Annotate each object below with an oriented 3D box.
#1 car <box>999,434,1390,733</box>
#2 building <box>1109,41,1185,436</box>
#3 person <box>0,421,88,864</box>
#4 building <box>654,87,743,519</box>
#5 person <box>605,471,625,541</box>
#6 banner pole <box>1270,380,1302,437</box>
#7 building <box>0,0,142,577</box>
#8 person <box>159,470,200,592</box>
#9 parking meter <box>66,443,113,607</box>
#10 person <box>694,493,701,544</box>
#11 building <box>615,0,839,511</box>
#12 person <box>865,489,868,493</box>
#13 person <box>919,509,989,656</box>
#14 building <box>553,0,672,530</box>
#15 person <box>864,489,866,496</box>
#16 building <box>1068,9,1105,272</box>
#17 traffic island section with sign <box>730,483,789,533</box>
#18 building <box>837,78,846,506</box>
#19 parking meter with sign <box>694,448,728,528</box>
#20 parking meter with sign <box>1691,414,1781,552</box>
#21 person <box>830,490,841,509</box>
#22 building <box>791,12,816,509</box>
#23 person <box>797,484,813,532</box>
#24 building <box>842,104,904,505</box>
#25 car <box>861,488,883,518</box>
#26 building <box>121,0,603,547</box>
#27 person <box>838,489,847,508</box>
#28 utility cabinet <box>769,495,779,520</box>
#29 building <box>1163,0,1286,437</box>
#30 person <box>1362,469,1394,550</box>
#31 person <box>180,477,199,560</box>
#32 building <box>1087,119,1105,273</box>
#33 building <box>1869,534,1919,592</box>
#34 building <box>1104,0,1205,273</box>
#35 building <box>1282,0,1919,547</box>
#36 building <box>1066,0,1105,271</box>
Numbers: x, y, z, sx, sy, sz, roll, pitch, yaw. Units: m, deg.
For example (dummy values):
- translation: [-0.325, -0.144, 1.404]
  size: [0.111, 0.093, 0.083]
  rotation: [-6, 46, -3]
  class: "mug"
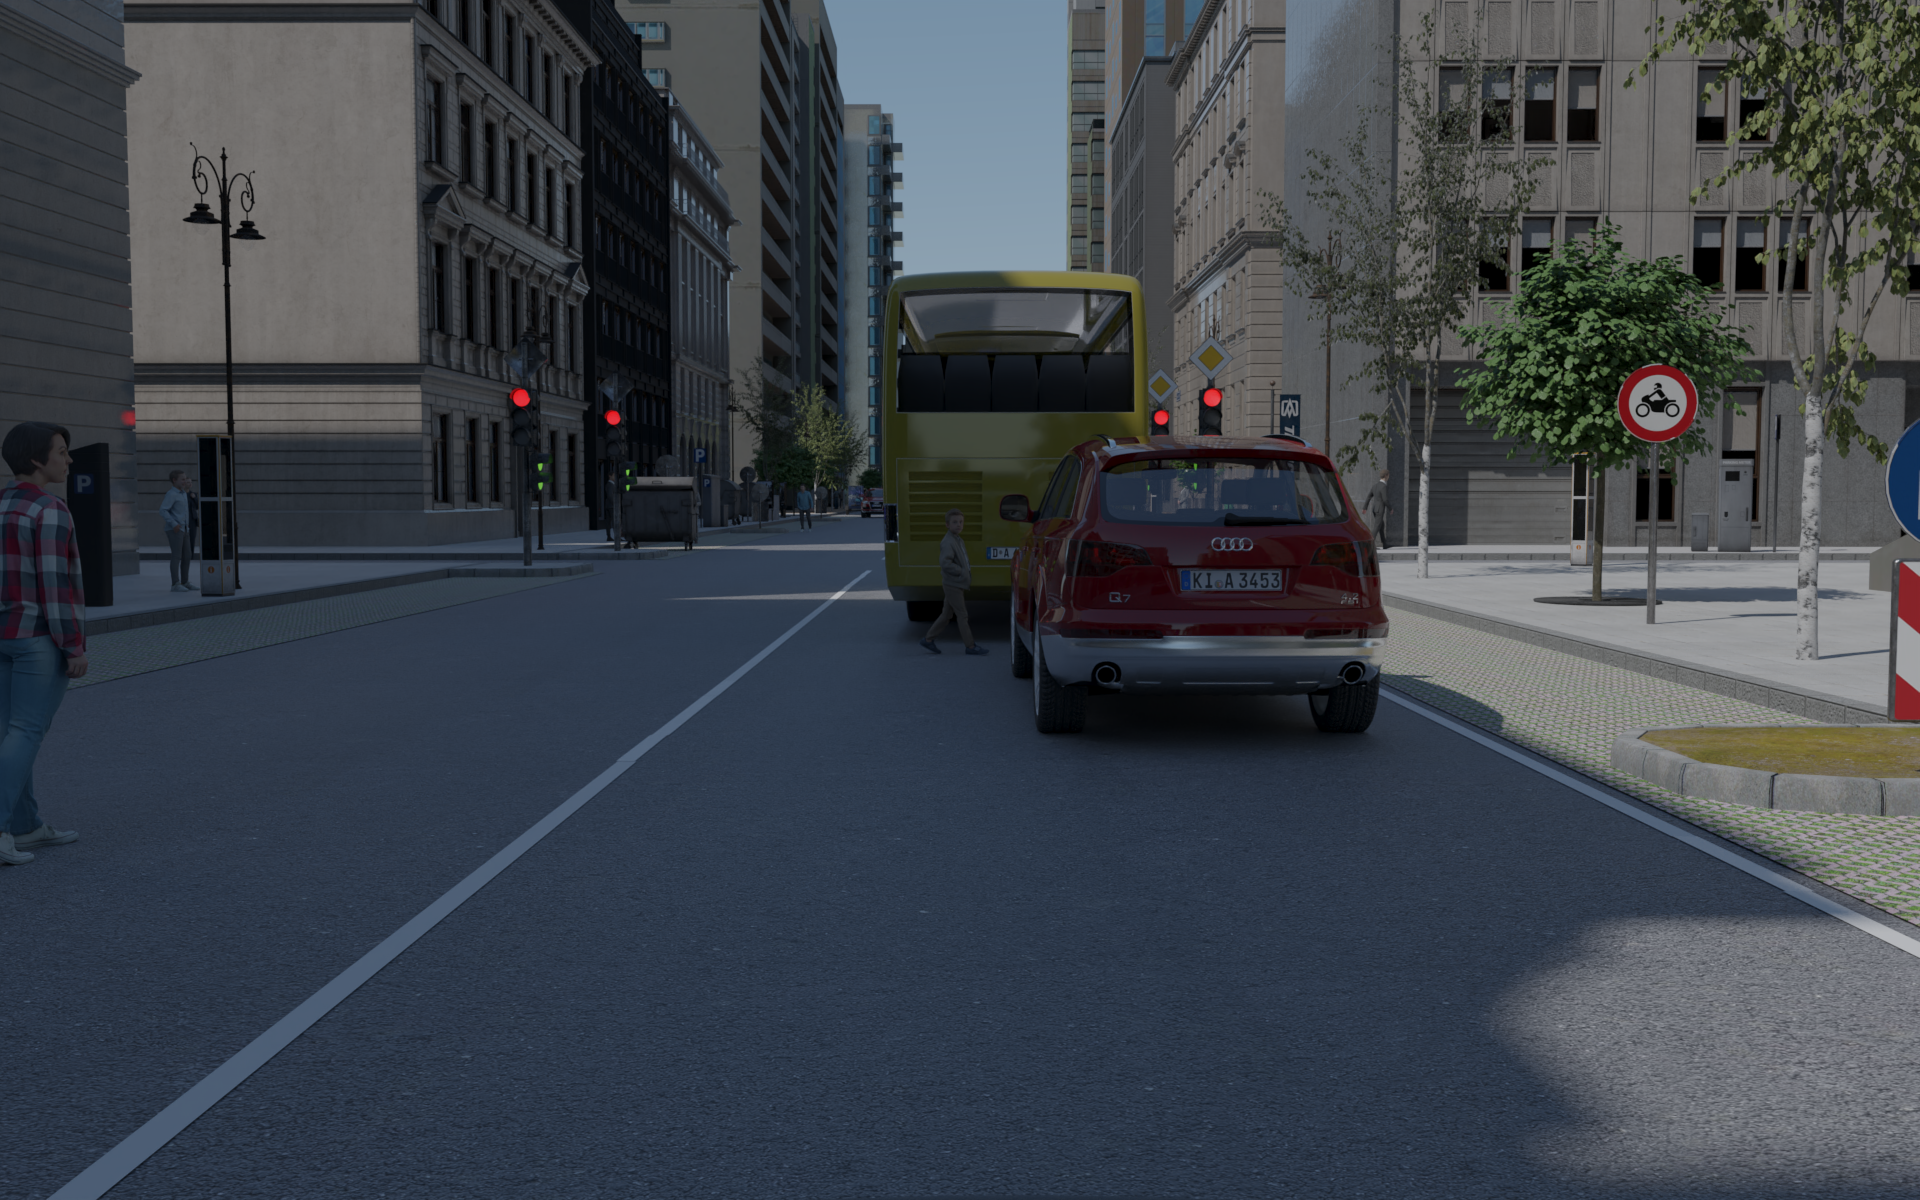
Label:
- translation: [1.433, -0.199, 11.933]
  size: [2.281, 1.827, 5.304]
  rotation: [0, 4, -1]
  class: "car"
- translation: [16.737, -18.842, 101.566]
  size: [14.314, 27.812, 24.014]
  rotation: [0, 4, 0]
  class: "building"
- translation: [-3.735, 0.150, 6.886]
  size: [0.563, 1.720, 0.643]
  rotation: [2, 4, 31]
  class: "person"
- translation: [-19.182, -15.070, 88.190]
  size: [13.314, 21.916, 24.055]
  rotation: [0, 4, 0]
  class: "building"
- translation: [-9.385, -2.546, 47.027]
  size: [0.474, 1.900, 0.648]
  rotation: [-2, 4, -26]
  class: "person"
- translation: [7.111, -2.949, 38.228]
  size: [0.863, 3.779, 0.401]
  rotation: [0, 4, -2]
  class: "banner pole"
- translation: [-27.880, -14.925, 21.520]
  size: [29.804, 29.767, 11.434]
  rotation: [0, 4, 0]
  class: "building"
- translation: [-10.297, -0.916, 22.825]
  size: [0.330, 1.601, 0.589]
  rotation: [1, 4, 11]
  class: "person"
- translation: [-9.925, -0.859, 19.752]
  size: [0.399, 1.863, 0.255]
  rotation: [0, 4, 2]
  class: "parking meter"
- translation: [-7.769, -2.520, 49.899]
  size: [0.606, 1.804, 0.583]
  rotation: [0, 4, -1]
  class: "person"
- translation: [-22.753, -32.849, 160.779]
  size: [21.300, 48.544, 21.600]
  rotation: [0, 4, 0]
  class: "building"
- translation: [-9.263, -10.006, 170.374]
  size: [0.721, 1.736, 1.217]
  rotation: [-3, 4, -36]
  class: "person"
- translation: [-0.052, -0.164, 15.449]
  size: [0.640, 1.303, 0.475]
  rotation: [0, 4, 4]
  class: "person"
- translation: [-18.902, -14.591, 68.236]
  size: [12.332, 23.373, 15.834]
  rotation: [0, 4, 0]
  class: "building"
- translation: [-9.180, -9.917, 168.868]
  size: [0.721, 1.739, 1.217]
  rotation: [0, 4, -6]
  class: "person"
- translation: [16.258, -28.545, 150.311]
  size: [14.154, 41.232, 14.086]
  rotation: [0, 4, 0]
  class: "building"
- translation: [-7.329, -3.364, 63.636]
  size: [1.989, 1.847, 2.006]
  rotation: [0, 4, 0]
  class: "traffic island section with sign"
- translation: [-19.498, -32.371, 179.383]
  size: [14.200, 45.320, 14.600]
  rotation: [0, 4, 0]
  class: "building"
- translation: [-9.555, -4.312, 66.767]
  size: [0.543, 3.016, 1.738]
  rotation: [1, 4, 23]
  class: "parking meter with sign"
- translation: [17.126, -2.569, 38.269]
  size: [1.738, 3.016, 0.543]
  rotation: [1, 4, 22]
  class: "parking meter with sign"
- translation: [-10.508, -8.589, 146.548]
  size: [0.705, 1.814, 1.350]
  rotation: [3, 4, 37]
  class: "person"
- translation: [-19.539, -28.103, 143.075]
  size: [14.154, 41.232, 14.086]
  rotation: [0, 4, 0]
  class: "building"
- translation: [-5.859, -3.498, 65.714]
  size: [0.660, 1.820, 0.620]
  rotation: [1, 4, 11]
  class: "person"
- translation: [-22.040, -36.213, 211.682]
  size: [30.456, 49.044, 23.786]
  rotation: [0, 4, 0]
  class: "building"
- translation: [-4.880, -5.945, 105.878]
  size: [2.281, 1.827, 5.304]
  rotation: [0, 4, 2]
  class: "car"
- translation: [-17.675, -11.387, 50.800]
  size: [10.561, 19.102, 19.286]
  rotation: [0, 4, 0]
  class: "building"
- translation: [-10.775, -9.346, 159.377]
  size: [0.617, 1.759, 0.750]
  rotation: [1, 4, 22]
  class: "person"
- translation: [-9.425, -4.531, 85.251]
  size: [1.020, 1.237, 0.306]
  rotation: [-1, 4, -20]
  class: "utility cabinet"
- translation: [16.604, -17.113, 77.067]
  size: [12.463, 27.353, 25.104]
  rotation: [0, 4, 0]
  class: "building"
- translation: [9.731, -2.085, 39.917]
  size: [0.755, 1.850, 0.659]
  rotation: [-1, 4, -15]
  class: "person"
- translation: [-15.224, -1.533, 33.986]
  size: [0.534, 1.772, 0.576]
  rotation: [2, 4, 28]
  class: "person"
- translation: [16.876, -22.316, 136.566]
  size: [14.160, 30.474, 14.107]
  rotation: [0, 4, 0]
  class: "building"
- translation: [28.268, -19.763, 15.015]
  size: [32.217, 40.220, 23.993]
  rotation: [0, 4, 0]
  class: "building"
- translation: [17.628, -28.859, 121.953]
  size: [14.600, 45.320, 14.200]
  rotation: [0, 4, 0]
  class: "building"
- translation: [19.826, -13.995, 46.845]
  size: [19.932, 24.808, 12.078]
  rotation: [0, 4, 0]
  class: "building"
- translation: [21.036, -38.498, 171.442]
  size: [21.231, 58.520, 28.212]
  rotation: [0, 4, 0]
  class: "building"
